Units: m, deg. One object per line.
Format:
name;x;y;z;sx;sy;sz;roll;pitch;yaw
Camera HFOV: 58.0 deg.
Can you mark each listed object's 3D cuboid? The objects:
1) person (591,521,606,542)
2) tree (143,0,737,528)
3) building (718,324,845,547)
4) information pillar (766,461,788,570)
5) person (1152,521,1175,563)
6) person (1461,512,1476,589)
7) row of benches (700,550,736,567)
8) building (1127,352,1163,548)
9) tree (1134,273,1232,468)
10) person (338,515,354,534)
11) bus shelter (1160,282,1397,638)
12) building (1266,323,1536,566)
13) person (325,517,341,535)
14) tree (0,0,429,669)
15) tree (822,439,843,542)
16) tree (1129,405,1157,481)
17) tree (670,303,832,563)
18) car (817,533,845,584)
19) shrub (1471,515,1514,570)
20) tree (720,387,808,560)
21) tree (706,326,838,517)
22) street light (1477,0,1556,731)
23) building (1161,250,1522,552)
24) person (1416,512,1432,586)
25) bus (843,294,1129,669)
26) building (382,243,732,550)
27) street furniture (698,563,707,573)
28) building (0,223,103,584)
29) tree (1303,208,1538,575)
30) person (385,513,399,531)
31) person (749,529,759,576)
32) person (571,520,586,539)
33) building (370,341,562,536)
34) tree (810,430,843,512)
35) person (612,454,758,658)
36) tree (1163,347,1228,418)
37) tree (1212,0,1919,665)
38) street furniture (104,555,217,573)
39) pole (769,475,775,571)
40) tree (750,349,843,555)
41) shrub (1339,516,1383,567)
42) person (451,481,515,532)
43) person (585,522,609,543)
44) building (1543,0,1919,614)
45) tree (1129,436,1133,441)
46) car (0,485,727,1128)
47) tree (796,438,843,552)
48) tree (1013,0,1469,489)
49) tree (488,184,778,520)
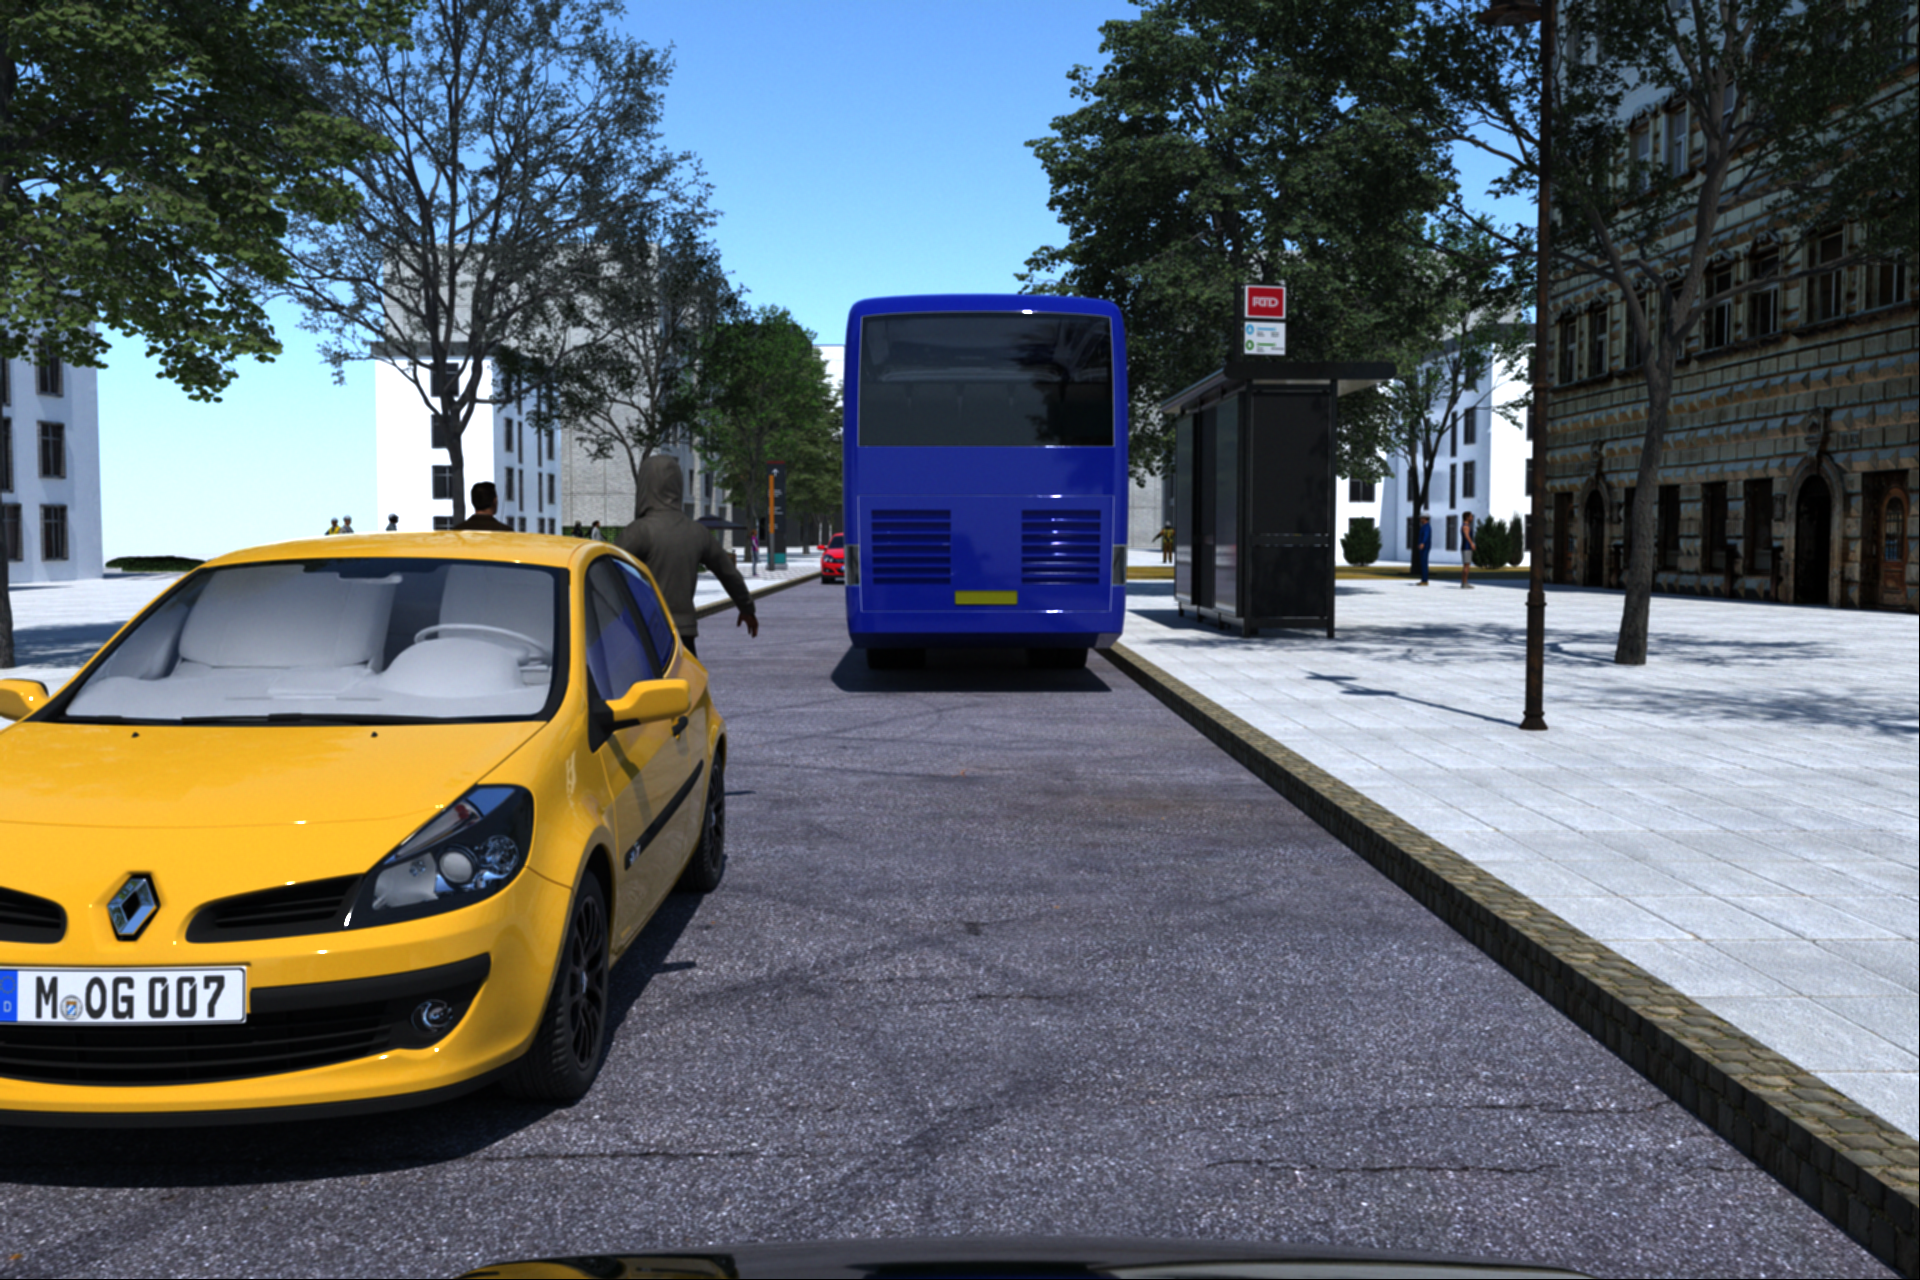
person;-14.295;-3.801;68.335;0.705;1.806;1.347;0;4;8
tree;-9.313;-7.428;31.822;12.009;13.543;11.850;0;3;0
building;-26.392;-20.848;184.841;27.936;21.610;32.646;0;4;0
information pillar;-6.533;-4.424;61.712;0.750;3.857;0.750;0;4;-1
person;9.187;-4.333;76.621;1.354;1.858;0.705;0;4;0
person;11.964;-2.118;40.798;0.704;1.807;1.345;1;4;11
row of benches;-9.733;-2.973;64.064;1.422;0.672;4.104;2;4;33
building;22.254;-19.002;177.144;16.747;18.905;31.486;0;3;0
tree;6.200;-5.940;47.474;4.360;8.622;3.978;0;3;0
person;-18.222;-2.799;51.619;0.705;1.847;1.347;1;4;13
bus shelter;4.220;-2.922;25.400;2.179;5.291;8.768;0;4;-1
building;21.654;-8.620;83.078;9.099;9.664;28.070;0;4;-1
person;-20.773;-3.153;57.518;1.349;1.833;0.705;1;4;22
tree;-8.943;-6.014;16.448;7.486;12.596;7.792;0;3;0
tree;-9.572;-11.032;130.741;4.737;8.622;4.395;0;3;0
tree;5.979;-9.441;88.771;8.767;10.594;7.601;0;4;0
tree;-9.324;-9.261;77.173;9.928;11.665;9.643;0;3;0
car;-3.114;-2.575;51.138;2.155;1.783;4.494;0;4;-1
shrub;19.144;-3.548;62.427;1.690;2.028;1.600;0;3;0
tree;-10.133;-8.202;84.465;4.360;8.622;3.978;0;3;0
tree;-10.277;-10.742;93.764;7.486;12.596;7.792;0;3;0
street light;3.773;-2.350;11.215;0.468;5.910;1.993;0;3;0
building;24.061;-15.302;116.649;16.747;18.905;31.486;0;4;-1
person;11.571;-2.286;43.260;0.705;1.842;1.347;1;4;13
bus;0.131;-1.818;21.278;2.896;3.916;12.251;0;4;-1
building;-26.563;-15.588;121.322;16.747;18.905;31.486;0;4;0
street furniture;-10.578;-2.317;53.510;5.734;0.657;10.072;0;4;-2
building;-25.268;-5.706;35.443;9.099;9.664;28.070;0;4;0
tree;14.584;-7.872;54.460;9.928;11.665;9.643;0;3;0
person;-15.171;-2.483;46.444;0.704;1.849;1.345;-2;4;-32
person;-6.218;-2.675;53.004;0.599;1.433;0.991;0;4;-7
person;-16.002;-4.093;72.694;0.705;1.856;1.354;1;4;15
building;-25.036;-9.018;89.587;9.099;9.664;28.070;0;4;-1
tree;-10.135;-13.275;151.451;7.601;10.594;8.767;-2;4;-24
person;-1.464;0.011;8.400;0.705;1.813;1.348;3;5;43
tree;9.040;-6.935;63.743;4.360;8.622;3.978;0;3;0
tree;6.638;-5.016;16.424;8.767;10.594;7.601;0;4;-7
street furniture;-27.555;-2.849;62.203;5.734;0.657;10.072;-2;4;-26
pole;-6.509;-4.042;59.936;0.158;3.312;0.155;0;3;0
tree;-9.523;-11.493;106.034;7.486;12.596;7.792;0;3;0
shrub;15.781;-3.897;68.139;1.690;2.028;1.600;0;3;0
person;-3.408;-0.240;12.515;1.346;1.812;0.704;1;4;11
person;-16.096;-4.288;76.333;1.346;1.802;0.704;1;4;22
building;24.411;-12.518;35.606;19.493;23.208;18.063;0;4;0
tree;5.634;-7.703;76.309;4.737;8.622;4.395;0;3;0
car;-1.797;0.283;5.597;2.015;1.641;3.980;0;4;-1
tree;-9.780;-10.418;120.689;4.360;8.622;3.978;0;3;0
tree;5.864;-7.890;35.652;9.857;13.997;8.962;0;3;0
tree;-8.894;-6.874;46.810;8.767;10.594;7.601;0;4;3
